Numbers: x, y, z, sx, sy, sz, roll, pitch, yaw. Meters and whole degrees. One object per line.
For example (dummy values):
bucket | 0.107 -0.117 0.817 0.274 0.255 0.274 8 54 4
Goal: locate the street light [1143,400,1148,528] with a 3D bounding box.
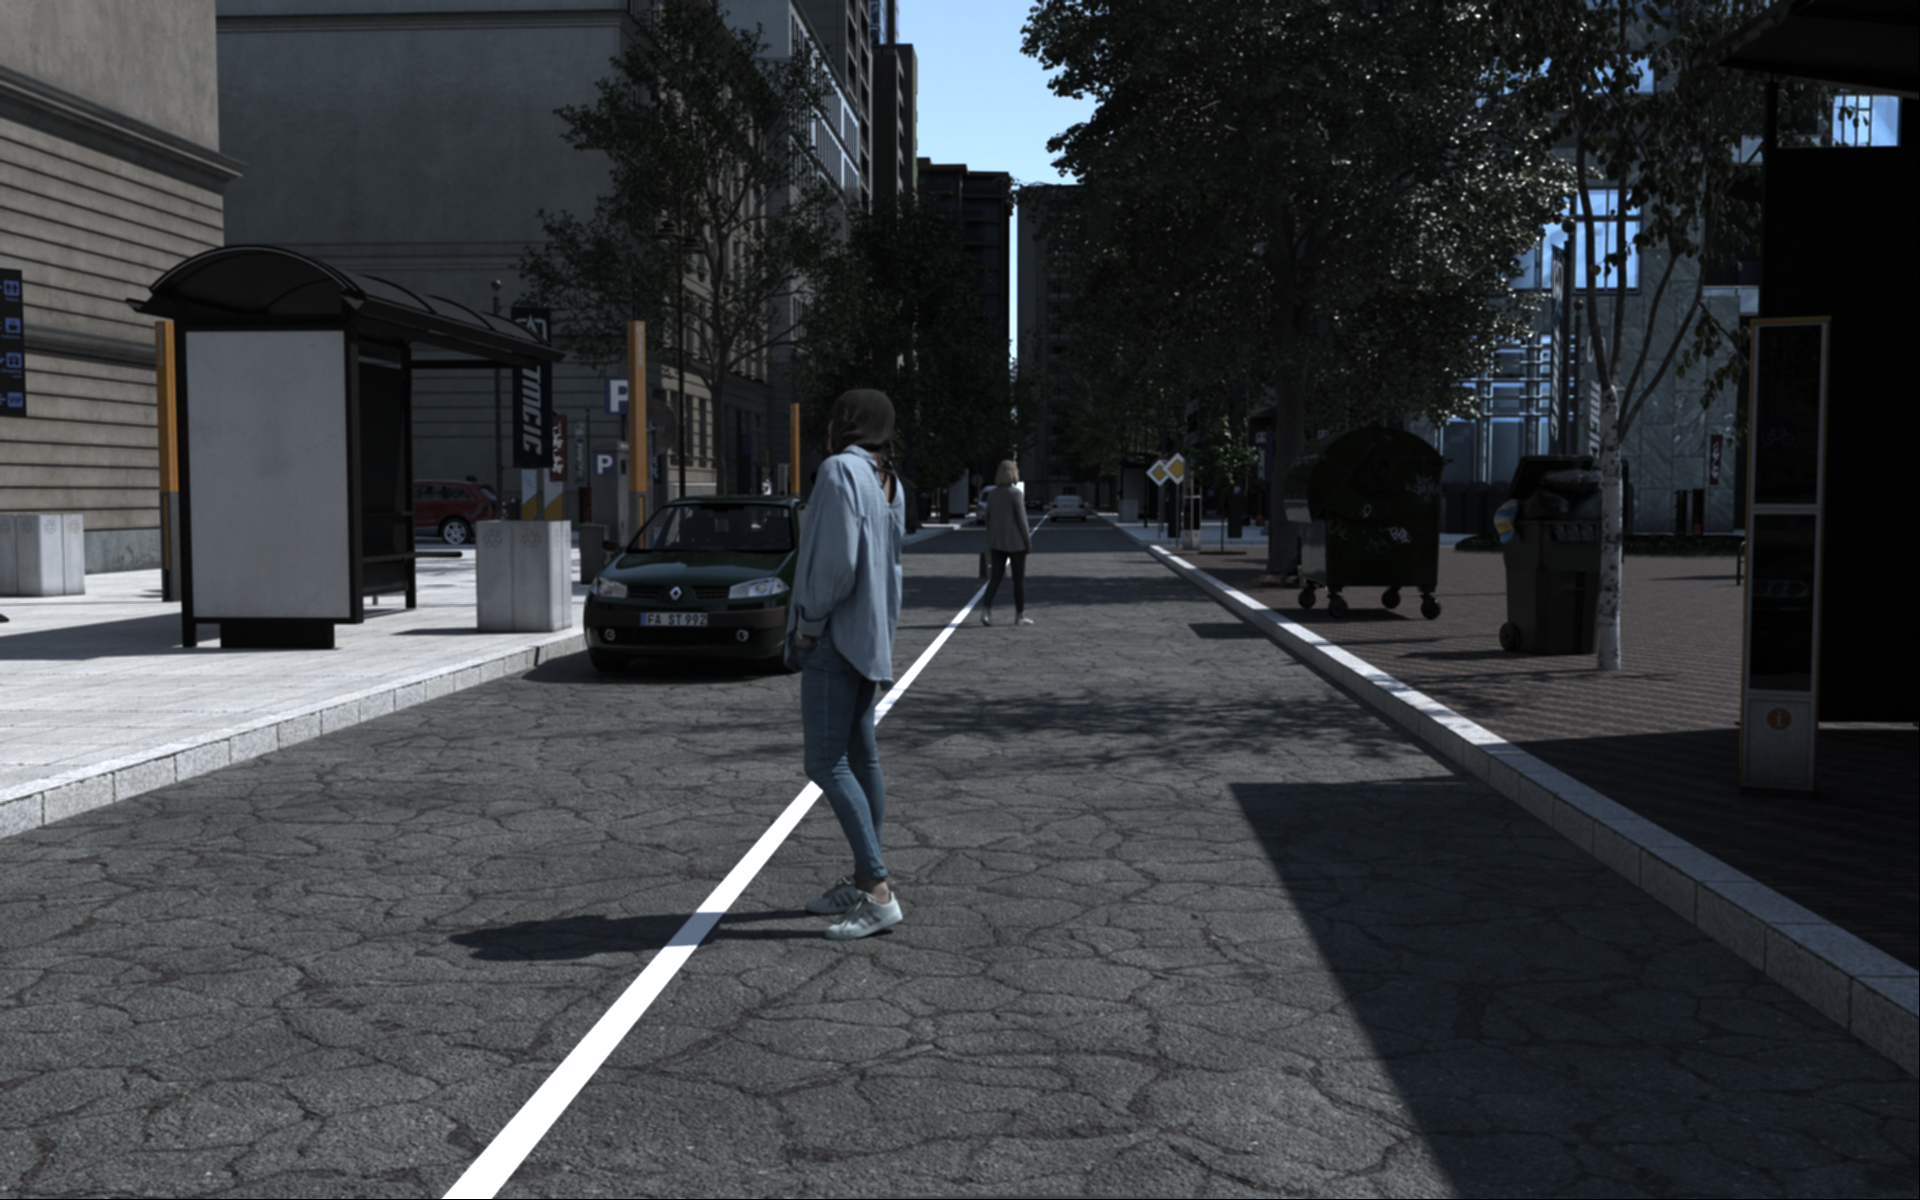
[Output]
street light | 7.092 -5.701 65.997 0.468 5.910 1.993 0 4 3

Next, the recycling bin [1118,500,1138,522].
recycling bin | 7.633 -4.041 78.624 0.722 1.027 0.722 -1 4 -14

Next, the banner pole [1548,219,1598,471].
banner pole | 5.412 -1.568 15.655 0.401 3.779 0.863 2 4 32

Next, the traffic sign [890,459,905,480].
traffic sign | -1.981 -2.836 50.007 0.795 2.450 0.064 0 4 3

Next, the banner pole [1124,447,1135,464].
banner pole | 8.982 -6.246 92.133 0.863 3.779 0.401 3 5 39

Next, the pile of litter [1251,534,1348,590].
pile of litter | 4.682 -0.609 23.922 1.176 0.858 1.719 0 4 -8

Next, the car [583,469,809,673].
car | -2.003 -0.331 15.197 2.009 1.686 4.222 0 4 5

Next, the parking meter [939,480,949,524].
parking meter | -0.683 -4.129 73.219 0.399 1.863 0.255 -1 4 -21

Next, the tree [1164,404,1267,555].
tree | 5.493 -2.594 37.020 1.663 3.219 1.824 0 3 0

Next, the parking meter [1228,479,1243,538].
parking meter | 8.026 -2.736 50.450 0.399 1.863 0.255 -1 4 -17

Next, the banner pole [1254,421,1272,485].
banner pole | 10.334 -4.188 58.492 0.863 3.779 0.401 1 4 22

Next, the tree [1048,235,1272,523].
tree | 9.170 -10.175 76.728 12.009 13.543 11.850 0 3 0

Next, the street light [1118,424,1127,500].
street light | 8.841 -7.447 94.548 0.468 5.910 1.993 0 4 3

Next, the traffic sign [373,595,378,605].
traffic sign | -6.771 -1.093 19.993 0.606 2.300 0.079 0 4 5

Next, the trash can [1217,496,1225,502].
trash can | 17.489 -6.402 116.328 0.748 1.137 0.748 0 3 0

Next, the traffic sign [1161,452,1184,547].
traffic sign | 5.215 -2.319 41.552 0.795 2.450 0.064 0 4 3

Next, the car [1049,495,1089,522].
car | 5.690 -4.784 90.584 2.083 1.381 4.827 0 4 4

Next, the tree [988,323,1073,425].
tree | 6.688 -20.513 191.270 12.611 20.169 13.585 0 3 0

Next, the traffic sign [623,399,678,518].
traffic sign | -4.143 -1.411 23.174 0.768 2.556 0.104 1 4 11

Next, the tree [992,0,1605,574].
tree | 5.419 -7.402 27.674 9.857 13.997 8.962 0 3 0

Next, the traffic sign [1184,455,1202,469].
traffic sign | 7.336 -3.318 54.351 0.768 2.556 0.104 1 4 10

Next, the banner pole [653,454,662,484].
banner pole | -9.386 -3.804 52.208 0.863 3.779 0.401 0 4 -7

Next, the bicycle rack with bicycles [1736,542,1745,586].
bicycle rack with bicycles | 12.320 -0.647 23.962 2.925 0.926 2.852 -2 4 -34

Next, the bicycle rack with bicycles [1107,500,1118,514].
bicycle rack with bicycles | 10.795 -6.005 111.557 2.852 0.926 2.925 0 4 -5

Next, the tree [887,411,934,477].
tree | -3.381 -9.475 105.282 4.737 8.622 4.395 0 3 0

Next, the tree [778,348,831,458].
tree | -5.608 -7.640 75.272 4.360 8.622 3.978 0 3 0

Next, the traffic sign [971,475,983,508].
traffic sign | 1.124 -6.983 114.285 0.768 2.556 0.104 0 4 5

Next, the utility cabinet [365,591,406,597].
utility cabinet | -7.403 -0.645 21.703 1.020 1.237 0.306 -2 4 -32

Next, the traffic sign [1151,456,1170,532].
traffic sign | 6.791 -3.547 58.096 0.768 2.556 0.104 0 4 4

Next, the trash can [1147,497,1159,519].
trash can | 10.001 -4.791 89.980 0.748 1.137 0.748 0 3 0

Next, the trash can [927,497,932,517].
trash can | -1.928 -5.259 97.643 0.748 1.137 0.748 0 3 0

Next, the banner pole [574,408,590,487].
banner pole | -11.004 -3.709 50.652 0.863 3.779 0.401 3 5 40

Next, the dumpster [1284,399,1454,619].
dumpster | 4.343 -0.980 18.521 1.502 2.255 1.985 0 4 3

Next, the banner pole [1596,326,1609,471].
banner pole | 8.185 -1.994 22.612 0.863 3.779 0.401 -2 4 -33

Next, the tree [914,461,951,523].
tree | -1.444 -4.997 76.306 1.663 3.219 1.824 0 3 0

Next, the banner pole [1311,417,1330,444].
banner pole | 11.570 -4.033 55.949 0.863 3.779 0.401 3 4 36

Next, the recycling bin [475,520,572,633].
recycling bin | -4.106 -0.231 16.334 0.722 1.027 0.722 0 4 3

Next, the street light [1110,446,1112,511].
street light | 10.736 -9.215 123.452 0.468 5.910 1.993 0 4 3

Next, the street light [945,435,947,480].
street light | -0.641 -6.493 78.941 0.468 5.910 1.993 0 4 3

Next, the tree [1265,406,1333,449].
tree | 12.394 -4.801 62.212 4.285 4.588 4.351 0 3 0

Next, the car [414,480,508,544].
car | -15.057 -2.381 47.601 5.304 1.827 2.281 0 4 2

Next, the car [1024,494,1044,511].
car | 6.048 -8.229 144.338 2.009 1.686 4.222 0 4 4

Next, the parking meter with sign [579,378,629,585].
parking meter with sign | -5.109 -1.772 25.228 0.543 3.016 1.738 0 4 4

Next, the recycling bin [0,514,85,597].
recycling bin | -11.621 -0.572 21.905 0.722 1.027 0.722 1 4 20

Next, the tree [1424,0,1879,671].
tree | 4.830 -3.780 12.172 4.360 8.622 3.978 0 3 0

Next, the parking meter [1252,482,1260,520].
parking meter | 14.790 -4.945 86.568 0.255 1.863 0.399 -1 4 -20

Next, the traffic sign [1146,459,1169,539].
traffic sign | 5.698 -2.806 49.522 0.795 2.450 0.064 0 4 3

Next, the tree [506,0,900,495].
tree | -4.715 -5.964 31.921 7.601 10.594 8.767 -2 4 -26

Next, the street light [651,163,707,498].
street light | -3.966 -3.172 24.643 0.468 5.910 1.993 0 4 3

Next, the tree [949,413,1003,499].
tree | 1.240 -10.443 121.105 4.360 8.622 3.978 0 3 0

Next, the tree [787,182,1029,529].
tree | -1.963 -8.994 64.066 9.611 12.733 9.660 0 3 0

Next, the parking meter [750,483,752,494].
parking meter | -8.951 -4.114 72.977 0.255 1.863 0.399 2 4 25

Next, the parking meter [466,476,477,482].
parking meter | -15.476 -3.009 54.904 0.255 1.863 0.399 -2 4 -28

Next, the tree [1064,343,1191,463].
tree | 10.594 -11.121 107.583 9.928 11.665 9.643 0 3 0

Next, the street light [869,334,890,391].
street light | -2.340 -4.735 50.200 0.468 5.910 1.993 0 4 3

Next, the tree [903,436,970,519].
tree | -1.192 -6.389 88.171 4.285 4.588 4.351 0 3 0

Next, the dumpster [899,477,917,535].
dumpster | -2.071 -3.046 55.568 1.264 1.857 1.865 0 4 4

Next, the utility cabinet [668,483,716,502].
utility cabinet | -5.313 -1.613 35.057 1.173 1.500 0.318 -3 5 -41

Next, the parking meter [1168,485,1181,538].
parking meter | 6.271 -2.585 50.674 0.372 1.533 0.369 0 3 0

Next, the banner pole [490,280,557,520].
banner pole | -5.191 -1.857 20.382 0.863 3.779 0.401 -1 4 -16
